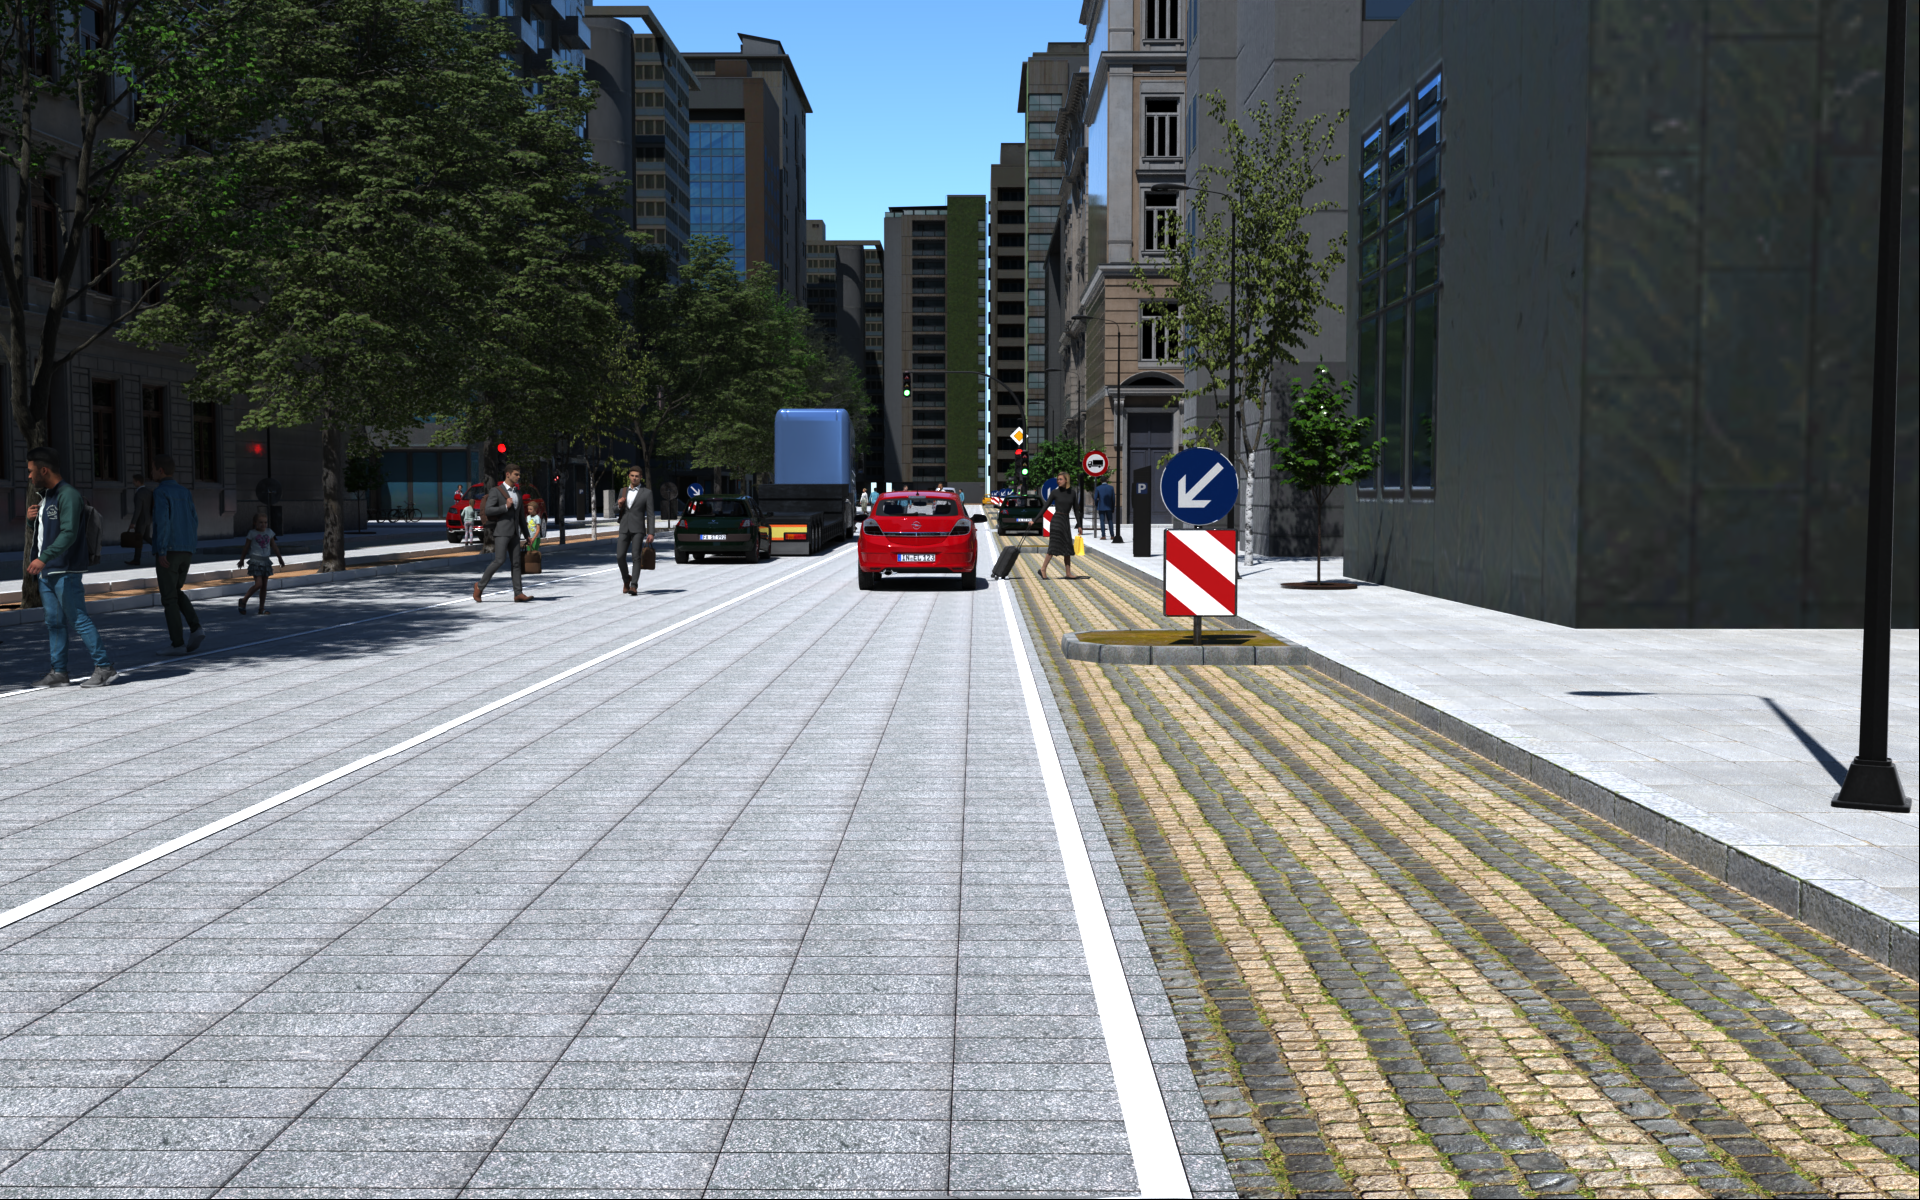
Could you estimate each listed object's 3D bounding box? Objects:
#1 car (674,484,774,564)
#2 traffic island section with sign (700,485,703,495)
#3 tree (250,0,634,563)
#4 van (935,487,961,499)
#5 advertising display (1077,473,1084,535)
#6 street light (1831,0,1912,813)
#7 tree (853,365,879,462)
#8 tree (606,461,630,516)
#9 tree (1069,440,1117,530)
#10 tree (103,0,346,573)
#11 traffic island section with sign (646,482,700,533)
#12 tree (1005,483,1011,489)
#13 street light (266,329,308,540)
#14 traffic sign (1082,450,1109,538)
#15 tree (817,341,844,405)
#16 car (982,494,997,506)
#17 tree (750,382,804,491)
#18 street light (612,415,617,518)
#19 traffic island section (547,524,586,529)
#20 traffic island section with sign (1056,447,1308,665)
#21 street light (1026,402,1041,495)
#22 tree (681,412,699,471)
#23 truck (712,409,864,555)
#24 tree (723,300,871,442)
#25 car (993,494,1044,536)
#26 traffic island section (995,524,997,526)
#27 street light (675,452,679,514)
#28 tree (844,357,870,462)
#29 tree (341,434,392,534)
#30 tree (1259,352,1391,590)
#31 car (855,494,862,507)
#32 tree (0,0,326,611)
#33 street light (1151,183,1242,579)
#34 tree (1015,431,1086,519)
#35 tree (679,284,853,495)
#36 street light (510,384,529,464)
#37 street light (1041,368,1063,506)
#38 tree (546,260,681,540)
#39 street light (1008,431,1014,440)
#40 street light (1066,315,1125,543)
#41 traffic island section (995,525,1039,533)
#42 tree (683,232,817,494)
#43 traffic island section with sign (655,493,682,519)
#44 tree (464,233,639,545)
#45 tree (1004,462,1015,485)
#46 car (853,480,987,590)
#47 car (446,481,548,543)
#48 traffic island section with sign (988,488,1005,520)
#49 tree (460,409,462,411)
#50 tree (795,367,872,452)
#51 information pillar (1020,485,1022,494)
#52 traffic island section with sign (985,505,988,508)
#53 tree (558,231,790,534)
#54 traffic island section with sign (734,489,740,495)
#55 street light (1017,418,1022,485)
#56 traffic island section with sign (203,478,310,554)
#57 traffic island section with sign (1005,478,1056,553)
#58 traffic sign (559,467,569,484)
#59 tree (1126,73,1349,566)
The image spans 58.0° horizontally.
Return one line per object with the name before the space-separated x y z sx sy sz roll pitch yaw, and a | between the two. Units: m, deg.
car | -5.028 -1.667 37.047 2.009 1.686 4.222 0 4 -1
traffic island section with sign | -10.886 -3.906 72.001 2.006 1.907 1.989 0 4 1
tree | -11.199 -7.370 41.087 7.486 12.596 7.792 0 3 0
van | -0.952 -6.405 111.734 2.013 2.044 4.112 0 4 -1
advertising display | 3.805 -3.027 54.706 0.123 1.923 0.974 0 4 -2
street light | 3.219 -2.106 6.975 1.470 5.913 1.316 0 4 1
tree | -10.093 -12.621 134.569 9.928 11.665 9.643 0 3 0
tree | -19.736 -6.478 100.513 1.663 3.219 1.824 0 3 0
tree | 4.752 -4.129 62.117 1.663 3.219 1.824 0 3 0
tree | -11.440 -6.777 31.393 7.486 12.596 7.792 0 3 0
traffic island section with sign | -10.970 -3.453 64.594 2.006 1.907 1.989 0 4 1
tree | 5.436 -11.283 179.070 1.663 3.219 1.824 0 3 0
street light | -18.559 -4.604 47.811 1.470 5.913 1.316 0 4 1
traffic sign | 3.953 -3.082 50.489 0.768 2.556 0.104 1 4 10
tree | -10.556 -10.533 92.804 7.486 12.596 7.792 0 3 0
car | 3.660 -12.462 213.983 2.015 1.641 3.980 0 4 3
tree | -10.550 -9.007 100.088 4.360 8.622 3.978 0 3 0
street light | -18.049 -7.352 92.751 1.470 5.913 1.316 0 4 1
traffic island section | -16.858 -3.066 72.404 2.009 0.180 2.903 0 4 1
traffic island section with sign | 1.916 -0.411 15.346 1.989 1.847 2.006 0 4 1
street light | 4.149 -7.016 87.246 1.470 5.913 1.316 0 4 1
tree | -19.443 -10.142 116.192 4.737 8.622 4.395 0 3 0
truck | -4.640 -3.611 48.797 2.967 4.110 18.799 0 3 0
tree | -10.659 -11.950 108.210 12.009 13.543 11.850 0 3 0
car | 2.174 -3.090 60.312 2.009 1.686 4.222 0 4 0
traffic island section | 2.482 -3.054 72.207 2.009 0.180 2.903 0 4 1
street light | -17.808 -8.516 111.785 1.470 5.913 1.316 0 4 1
tree | -10.461 -12.549 125.753 7.486 12.596 7.792 0 3 0
tree | -19.412 -3.737 55.704 1.663 3.219 1.824 0 3 0
tree | 4.785 -1.768 23.515 1.663 3.219 1.824 0 3 0
car | -11.962 -11.304 194.610 2.009 1.686 4.222 0 4 2
tree | -11.418 -5.685 21.170 9.928 11.665 9.643 0 3 0
street light | 3.546 -3.270 26.011 1.470 5.913 1.316 0 4 1
tree | 5.252 -6.505 90.063 4.285 4.588 4.351 0 3 0
tree | -10.515 -9.531 84.041 9.928 11.665 9.643 0 3 0
street light | -18.331 -6.132 72.804 1.470 5.913 1.316 0 4 1
street light | 3.859 -5.599 64.081 1.470 5.913 1.316 0 4 1
tree | -11.256 -6.126 52.986 4.737 8.622 4.395 0 3 0
street light | 4.433 -9.432 126.749 1.470 5.913 1.316 0 4 1
street light | 3.582 -4.435 45.047 1.470 5.913 1.316 0 4 1
traffic island section | 2.402 -2.565 64.222 2.009 0.180 2.903 0 4 1
tree | -10.594 -9.449 75.076 7.486 12.596 7.792 0 3 0
traffic island section with sign | -16.285 -5.458 97.868 1.989 1.847 2.006 0 4 1
tree | -10.884 -5.781 47.342 4.360 8.622 3.978 0 3 0
tree | 5.509 -10.250 151.306 4.285 4.588 4.351 0 3 0
car | -0.638 -1.122 27.393 2.155 1.783 4.494 0 3 0
car | -13.923 -2.667 52.278 2.281 1.827 5.304 0 3 0
traffic island section with sign | 2.734 -5.410 97.085 1.989 1.847 2.006 0 4 1
tree | -20.208 -7.751 77.099 4.360 8.622 3.978 0 3 0
tree | -10.131 -11.089 118.181 8.767 10.594 7.601 0 4 1
information pillar | 4.839 -7.851 132.857 0.304 2.012 0.304 3 4 37
traffic island section with sign | 3.003 -7.059 124.039 1.989 1.847 2.006 0 4 1
tree | -10.646 -7.519 59.802 8.767 10.594 7.601 0 4 1
traffic island section with sign | -16.000 -7.143 125.419 1.989 1.847 2.006 0 4 1
street light | 4.224 -8.180 106.282 1.470 5.913 1.316 0 4 1
traffic island section with sign | -16.838 -2.025 41.733 1.989 1.847 2.006 0 4 1
traffic island section with sign | 2.189 -2.067 42.422 1.989 1.847 2.006 0 4 1
traffic sign | -18.463 -4.892 80.088 0.768 2.556 0.104 1 4 9
tree | 5.139 -4.931 30.989 4.737 8.622 4.395 0 3 0
